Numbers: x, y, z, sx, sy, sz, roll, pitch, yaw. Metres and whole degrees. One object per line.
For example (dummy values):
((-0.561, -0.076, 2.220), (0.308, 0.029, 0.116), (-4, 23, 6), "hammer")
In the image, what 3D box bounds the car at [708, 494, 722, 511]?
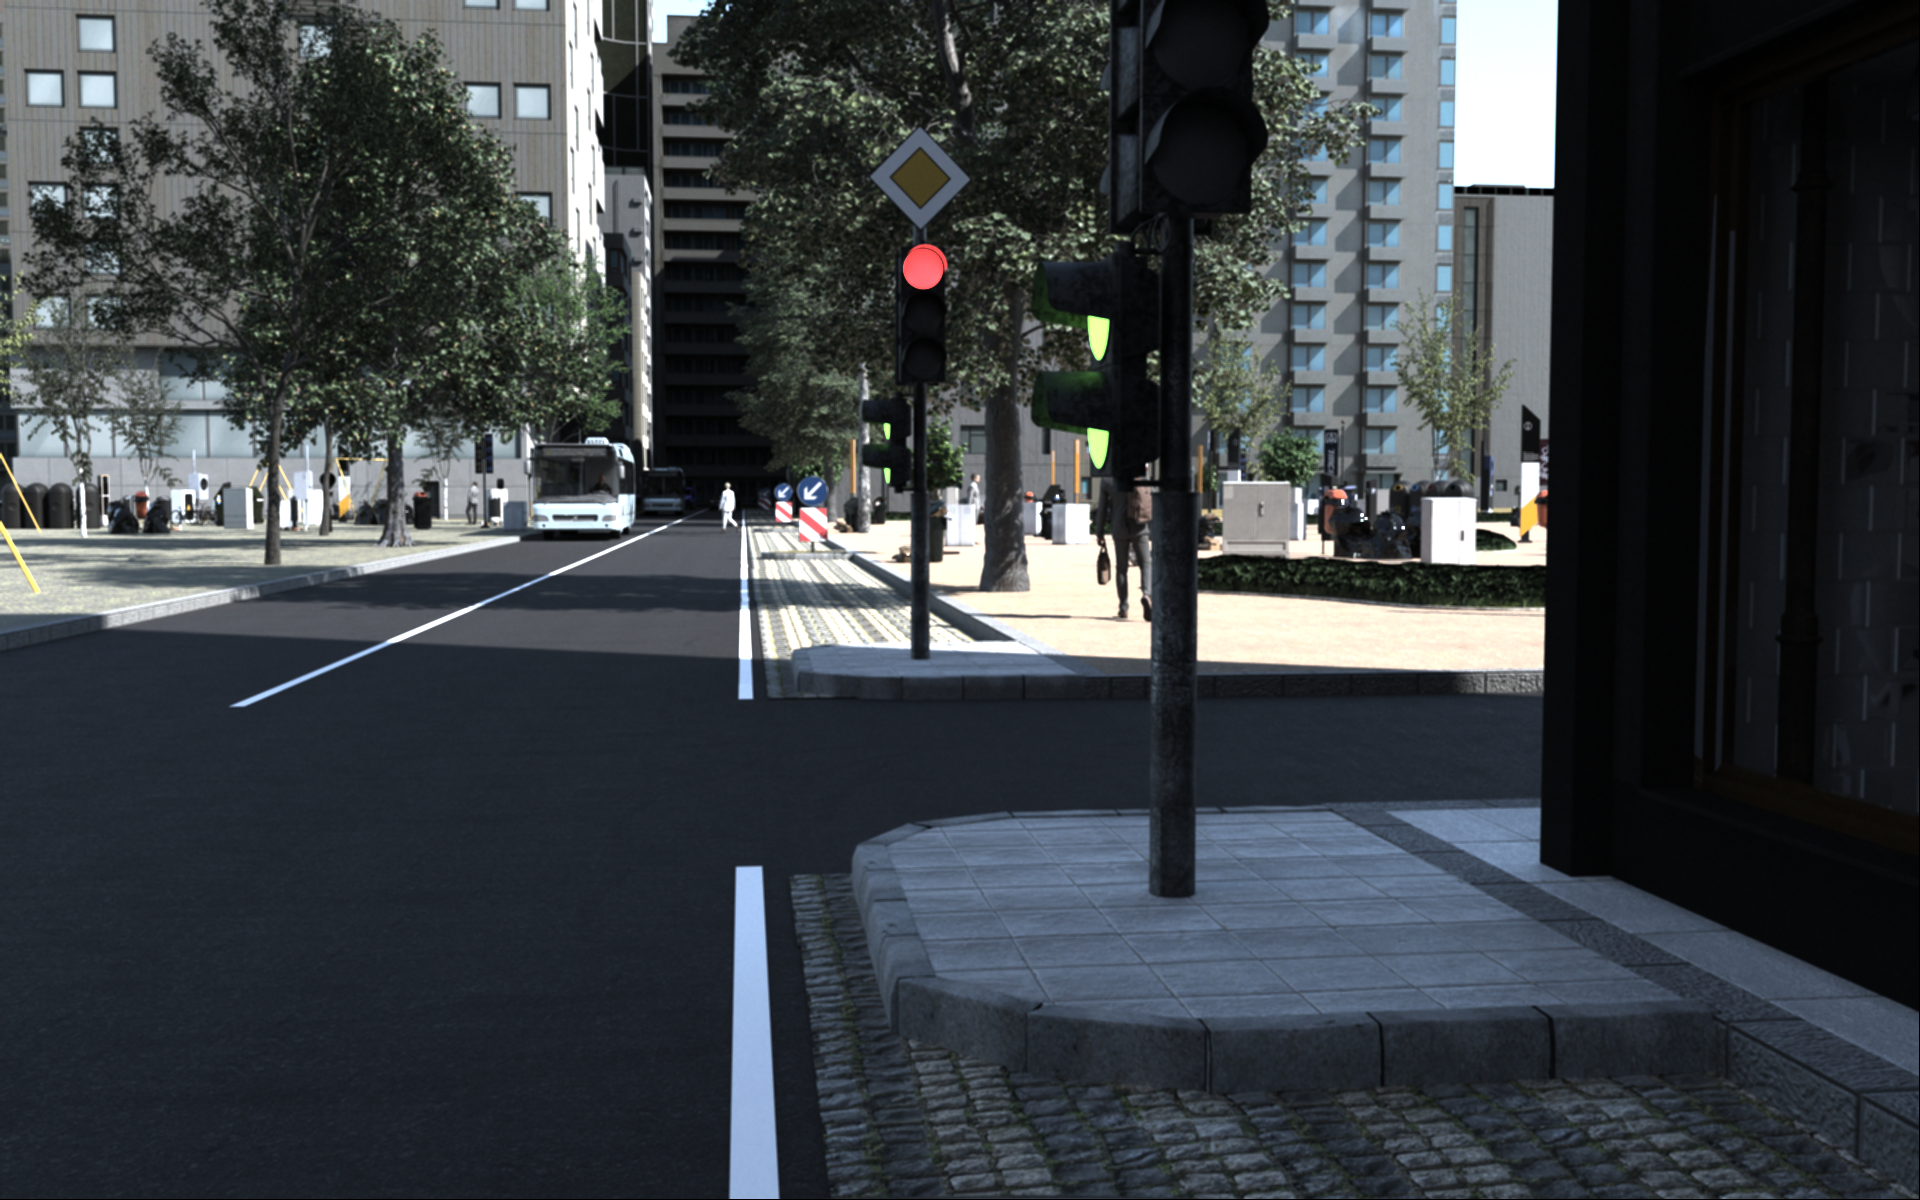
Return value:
((-20.227, -8.341, 146.155), (2.009, 1.686, 4.222), (0, 4, -7), "car")

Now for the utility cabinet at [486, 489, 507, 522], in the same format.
((-21.049, -4.280, 78.657), (0.318, 1.500, 1.173), (1, 4, 23), "utility cabinet")

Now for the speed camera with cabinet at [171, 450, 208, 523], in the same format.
((-34.348, -5.070, 77.223), (0.660, 3.252, 2.038), (0, 4, 7), "speed camera with cabinet")

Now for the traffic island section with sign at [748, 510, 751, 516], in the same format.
((-12.924, -6.474, 114.469), (1.989, 1.847, 2.006), (0, 4, -7), "traffic island section with sign")

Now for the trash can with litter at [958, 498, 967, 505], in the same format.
((-0.074, -2.643, 54.593), (1.055, 1.170, 0.624), (-3, 4, -38), "trash can with litter")

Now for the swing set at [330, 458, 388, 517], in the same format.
((-26.497, -4.823, 76.475), (2.862, 2.851, 3.119), (2, 4, 31), "swing set")

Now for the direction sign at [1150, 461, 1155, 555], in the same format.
((3.919, -2.635, 35.082), (0.876, 3.537, 0.379), (2, 4, 23), "direction sign")

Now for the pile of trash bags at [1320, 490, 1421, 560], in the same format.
((8.402, -1.578, 35.546), (1.912, 1.369, 3.447), (-1, 4, -19), "pile of trash bags")

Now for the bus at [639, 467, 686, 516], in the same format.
((-19.955, -7.475, 117.082), (2.948, 3.499, 13.247), (0, 4, -8), "bus")

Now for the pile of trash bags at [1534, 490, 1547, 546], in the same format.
((16.102, -2.046, 43.202), (3.447, 1.369, 1.912), (0, 4, 6), "pile of trash bags")

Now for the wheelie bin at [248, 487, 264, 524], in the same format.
((-30.608, -4.101, 74.965), (0.693, 1.594, 0.980), (0, 4, 8), "wheelie bin")

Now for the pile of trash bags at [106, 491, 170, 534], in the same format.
((-27.003, -2.888, 56.972), (1.912, 1.369, 3.447), (-2, 4, -24), "pile of trash bags")

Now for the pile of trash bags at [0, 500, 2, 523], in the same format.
((-41.033, -3.917, 73.788), (3.447, 1.369, 1.912), (1, 4, 23), "pile of trash bags")

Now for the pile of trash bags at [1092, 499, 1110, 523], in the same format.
((7.051, -3.910, 73.673), (1.912, 1.369, 3.447), (2, 4, 32), "pile of trash bags")

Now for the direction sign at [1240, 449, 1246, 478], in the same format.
((13.794, -5.769, 86.323), (0.876, 3.537, 0.379), (0, 4, 4), "direction sign")

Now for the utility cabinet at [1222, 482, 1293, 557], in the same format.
((5.265, -1.354, 30.815), (1.173, 1.500, 0.318), (0, 4, 7), "utility cabinet")

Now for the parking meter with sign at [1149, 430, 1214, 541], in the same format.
((6.021, -3.128, 47.400), (1.738, 3.016, 0.543), (0, 4, 0), "parking meter with sign")

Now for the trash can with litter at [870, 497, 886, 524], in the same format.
((-3.547, -3.775, 73.107), (0.624, 1.170, 1.055), (-2, 4, -34), "trash can with litter")

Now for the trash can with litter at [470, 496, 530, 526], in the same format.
((-18.538, -3.612, 70.115), (2.233, 1.210, 1.678), (1, 4, 13), "trash can with litter")

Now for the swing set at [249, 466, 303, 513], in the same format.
((-32.488, -5.131, 81.507), (2.862, 2.851, 3.119), (-1, 4, -12), "swing set")

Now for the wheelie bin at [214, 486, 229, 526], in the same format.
((-29.328, -3.748, 69.183), (0.693, 1.594, 0.980), (0, 4, -2), "wheelie bin")

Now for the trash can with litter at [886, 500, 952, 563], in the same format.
((-0.717, -1.284, 32.388), (1.055, 1.170, 0.624), (-2, 4, -32), "trash can with litter")

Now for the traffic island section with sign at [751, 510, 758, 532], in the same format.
((-6.747, -3.449, 65.023), (1.989, 1.847, 2.006), (0, 4, -7), "traffic island section with sign")

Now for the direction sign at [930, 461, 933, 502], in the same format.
((-1.210, -4.721, 69.186), (0.876, 3.537, 0.379), (-1, 4, -18), "direction sign")

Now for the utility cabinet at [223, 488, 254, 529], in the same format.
((-26.319, -3.333, 63.174), (1.173, 1.500, 0.318), (2, 4, 26), "utility cabinet")

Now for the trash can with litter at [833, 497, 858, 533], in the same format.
((-4.034, -3.117, 62.349), (0.624, 1.170, 1.055), (3, 5, 45), "trash can with litter")

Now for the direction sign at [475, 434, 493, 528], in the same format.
((-17.964, -4.490, 65.414), (0.876, 3.537, 0.379), (2, 4, 29), "direction sign")

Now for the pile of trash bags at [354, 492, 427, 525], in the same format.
((-23.603, -3.840, 72.536), (1.912, 1.369, 3.447), (2, 4, 24), "pile of trash bags")

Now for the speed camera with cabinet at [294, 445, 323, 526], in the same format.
((-26.779, -4.699, 71.168), (0.660, 3.252, 2.038), (0, 4, -3), "speed camera with cabinet")

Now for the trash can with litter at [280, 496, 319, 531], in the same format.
((-23.376, -3.055, 61.002), (1.678, 1.210, 2.233), (-2, 4, -27), "trash can with litter")

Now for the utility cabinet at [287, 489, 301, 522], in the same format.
((-30.329, -4.293, 78.870), (0.318, 1.500, 1.173), (0, 4, -7), "utility cabinet")

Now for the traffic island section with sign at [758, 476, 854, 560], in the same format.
((-3.388, -1.813, 38.277), (1.989, 1.847, 2.006), (0, 4, -7), "traffic island section with sign")

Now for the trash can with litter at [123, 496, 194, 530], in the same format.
((-28.542, -3.080, 61.410), (2.233, 1.210, 1.678), (0, 4, 4), "trash can with litter")

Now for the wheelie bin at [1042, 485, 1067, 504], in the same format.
((3.249, -3.149, 59.397), (0.693, 1.594, 0.980), (-2, 4, -29), "wheelie bin")

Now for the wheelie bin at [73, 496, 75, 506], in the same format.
((-41.257, -4.404, 79.919), (0.693, 1.594, 0.980), (-1, 4, -20), "wheelie bin")

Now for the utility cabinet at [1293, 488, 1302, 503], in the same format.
((11.280, -3.120, 59.693), (0.318, 1.500, 1.173), (-2, 4, -30), "utility cabinet")

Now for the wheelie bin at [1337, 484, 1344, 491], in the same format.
((11.767, -2.817, 53.972), (0.980, 1.594, 0.693), (-3, 5, -40), "wheelie bin")

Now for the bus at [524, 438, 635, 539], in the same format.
((-12.474, -3.864, 58.040), (2.948, 3.499, 13.247), (-1, 4, -8), "bus")

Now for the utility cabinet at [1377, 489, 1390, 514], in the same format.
((19.377, -4.261, 78.345), (1.173, 1.500, 0.318), (1, 4, 12), "utility cabinet")

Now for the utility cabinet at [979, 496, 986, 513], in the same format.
((1.048, -3.885, 74.689), (1.020, 1.237, 0.306), (1, 4, 14), "utility cabinet")

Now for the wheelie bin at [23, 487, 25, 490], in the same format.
((-42.418, -4.303, 78.255), (0.980, 1.594, 0.693), (1, 4, 22), "wheelie bin")

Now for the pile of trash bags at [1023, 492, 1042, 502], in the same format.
((3.215, -4.635, 85.528), (1.912, 1.369, 3.447), (0, 4, -6), "pile of trash bags")

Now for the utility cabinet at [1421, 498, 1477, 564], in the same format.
((8.593, -1.179, 30.445), (1.020, 1.237, 0.306), (-2, 4, -25), "utility cabinet")

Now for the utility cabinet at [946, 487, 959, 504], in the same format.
((-0.216, -2.685, 52.578), (0.318, 1.500, 1.173), (0, 4, 4), "utility cabinet")
